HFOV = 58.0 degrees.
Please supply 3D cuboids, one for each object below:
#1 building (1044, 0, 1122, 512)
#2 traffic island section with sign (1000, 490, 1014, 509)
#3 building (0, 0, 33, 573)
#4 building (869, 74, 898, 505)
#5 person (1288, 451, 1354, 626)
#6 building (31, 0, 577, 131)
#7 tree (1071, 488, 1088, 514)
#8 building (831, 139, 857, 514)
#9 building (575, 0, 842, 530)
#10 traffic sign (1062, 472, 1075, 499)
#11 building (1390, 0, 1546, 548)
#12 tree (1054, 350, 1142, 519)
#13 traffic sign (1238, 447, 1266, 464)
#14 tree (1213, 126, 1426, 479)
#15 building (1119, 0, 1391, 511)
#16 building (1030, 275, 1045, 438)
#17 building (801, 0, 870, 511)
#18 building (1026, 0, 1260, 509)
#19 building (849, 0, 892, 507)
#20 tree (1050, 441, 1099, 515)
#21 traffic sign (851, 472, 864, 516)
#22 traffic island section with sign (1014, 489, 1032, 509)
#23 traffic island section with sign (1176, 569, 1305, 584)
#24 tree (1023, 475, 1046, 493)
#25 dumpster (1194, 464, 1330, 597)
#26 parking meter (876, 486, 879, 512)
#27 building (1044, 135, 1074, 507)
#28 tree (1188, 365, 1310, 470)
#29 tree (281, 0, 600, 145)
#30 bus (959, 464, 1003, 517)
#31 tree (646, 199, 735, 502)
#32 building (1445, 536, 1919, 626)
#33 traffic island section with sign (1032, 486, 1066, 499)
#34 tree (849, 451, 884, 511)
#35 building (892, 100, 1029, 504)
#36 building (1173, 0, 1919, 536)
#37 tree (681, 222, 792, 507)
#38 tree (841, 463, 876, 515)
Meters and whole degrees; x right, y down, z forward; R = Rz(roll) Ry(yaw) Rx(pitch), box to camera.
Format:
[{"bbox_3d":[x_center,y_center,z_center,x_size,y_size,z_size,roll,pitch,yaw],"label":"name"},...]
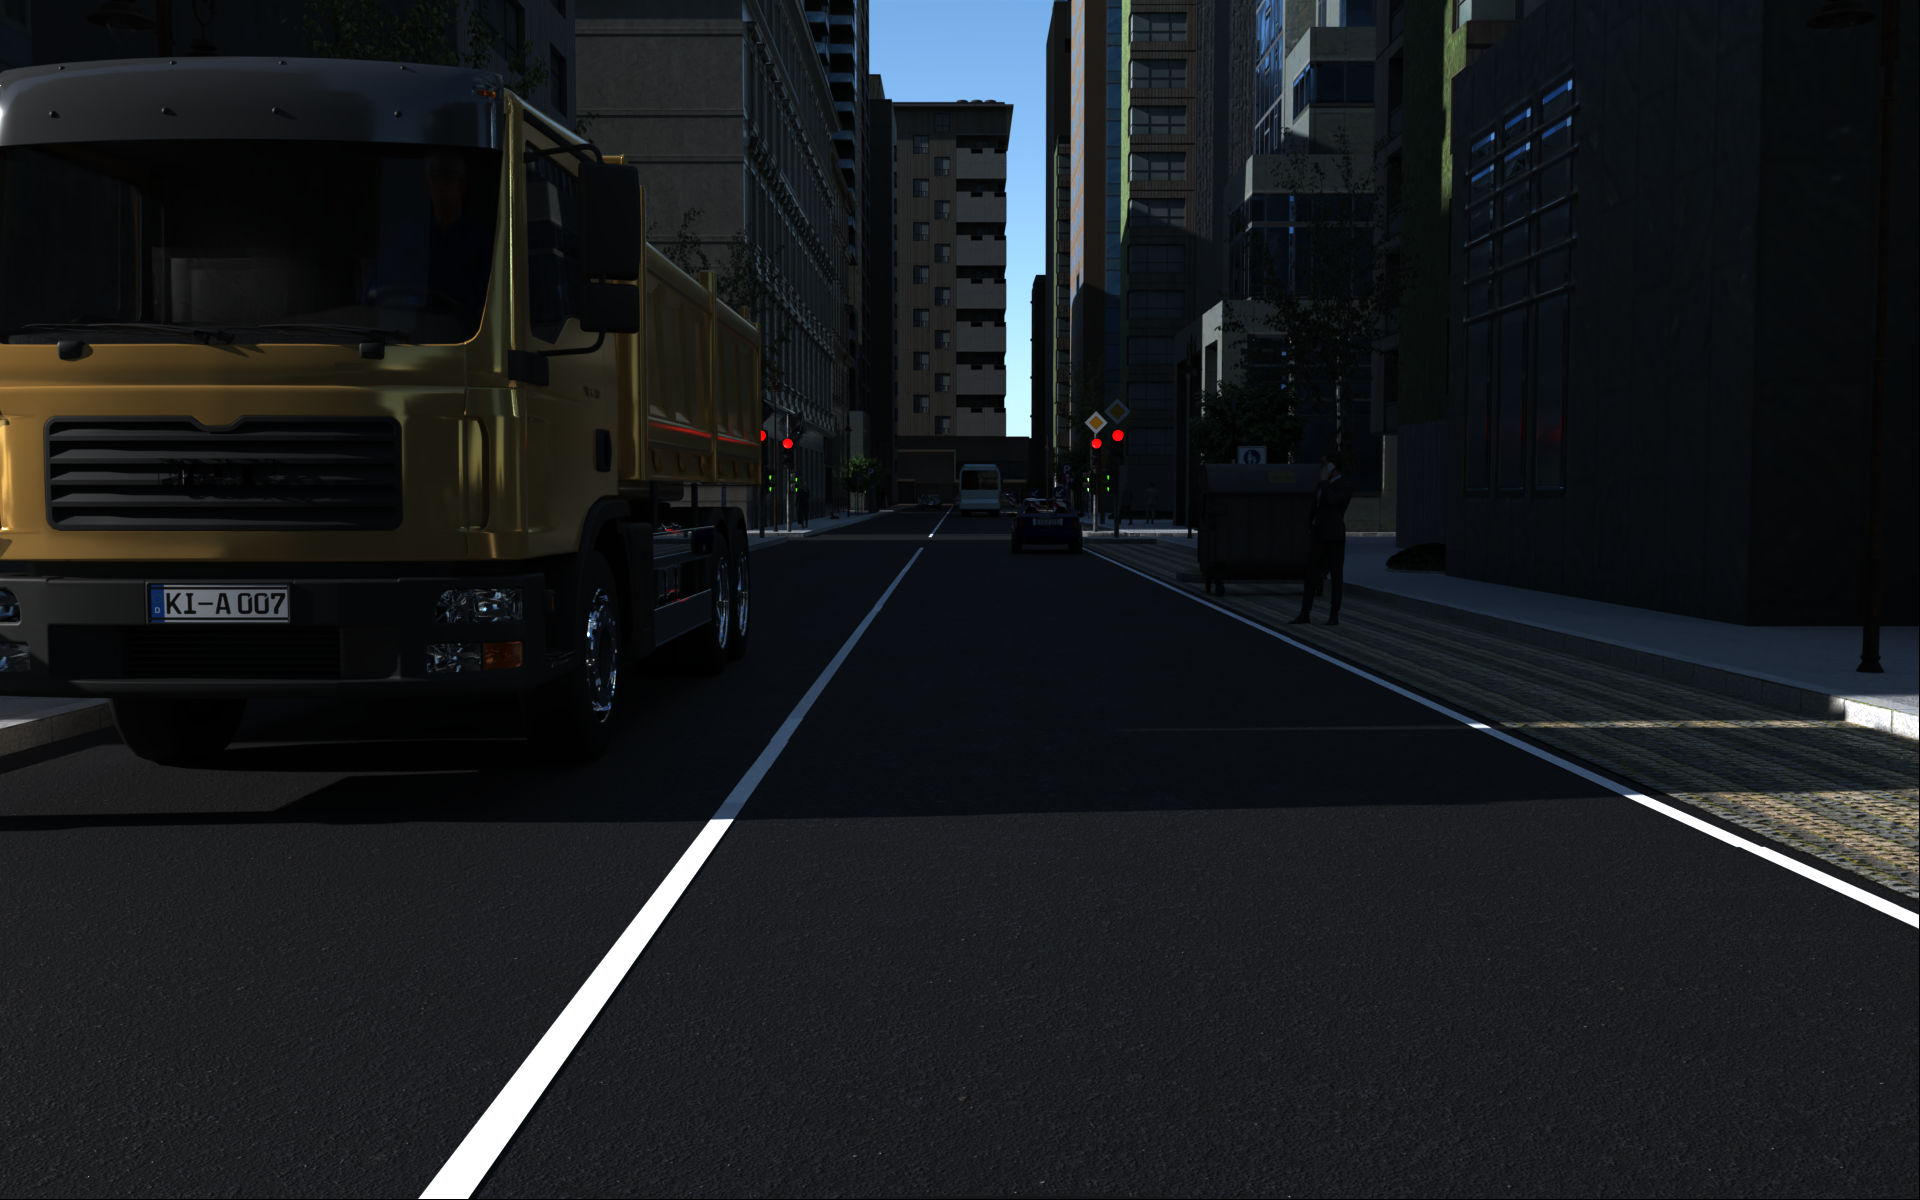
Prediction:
[{"bbox_3d":[14.970,-30.961,156.326,14.600,45.320,14.200,0,3,0],"label":"building"},{"bbox_3d":[4.726,-9.347,161.451,1.989,1.847,2.006,0,3,0],"label":"traffic island section with sign"},{"bbox_3d":[-25.694,-19.989,18.694,32.217,40.220,23.993,0,3,0],"label":"building"},{"bbox_3d":[-18.067,-35.104,197.650,21.600,48.544,21.300,0,3,0],"label":"building"},{"bbox_3d":[3.956,-0.671,18.837,0.474,1.900,0.648,-3,5,-40],"label":"person"},{"bbox_3d":[-17.059,-16.508,41.608,14.107,30.474,14.160,0,3,0],"label":"building"},{"bbox_3d":[7.732,-7.189,112.146,1.663,3.219,1.824,0,3,0],"label":"tree"},{"bbox_3d":[-13.850,-19.495,116.011,12.463,27.353,25.104,0,3,0],"label":"building"},{"bbox_3d":[-15.356,-18.652,81.381,17.030,29.872,44.131,0,3,0],"label":"building"},{"bbox_3d":[6.334,-6.179,101.128,0.768,2.556,0.104,1,4,9],"label":"traffic sign"},{"bbox_3d":[17.428,-21.909,41.805,14.154,41.232,14.086,0,3,0],"label":"building"},{"bbox_3d":[6.918,-8.499,89.323,4.737,8.622,4.395,0,3,0],"label":"tree"},{"bbox_3d":[6.260,-2.144,37.189,0.606,2.300,0.079,1,4,10],"label":"traffic sign"},{"bbox_3d":[7.241,-5.112,33.938,4.360,8.622,3.978,0,3,0],"label":"tree"},{"bbox_3d":[16.385,-25.613,102.360,14.154,41.232,14.086,0,3,0],"label":"building"},{"bbox_3d":[16.448,-27.762,225.609,14.107,30.474,14.160,0,3,0],"label":"building"},{"bbox_3d":[-18.670,-51.060,147.499,22.319,86.520,31.000,0,3,0],"label":"building"},{"bbox_3d":[19.075,-53.762,191.681,22.319,86.520,31.000,0,3,0],"label":"building"},{"bbox_3d":[-17.310,-44.983,173.723,20.563,71.187,20.611,0,3,0],"label":"building"},{"bbox_3d":[7.239,-7.600,107.966,4.285,4.588,4.351,0,3,0],"label":"tree"},{"bbox_3d":[-5.857,-6.060,99.186,0.768,2.556,0.104,1,4,9],"label":"traffic sign"},{"bbox_3d":[4.672,-6.281,111.315,1.989,1.847,2.006,0,3,0],"label":"traffic island section with sign"},{"bbox_3d":[4.595,-1.209,28.391,1.989,1.847,2.006,0,3,0],"label":"traffic island section with sign"},{"bbox_3d":[7.633,-10.963,173.840,1.663,3.219,1.824,0,3,0],"label":"tree"},{"bbox_3d":[4.301,-0.996,24.503,1.865,1.857,1.264,0,4,0],"label":"dumpster"},{"bbox_3d":[-6.051,-7.408,126.839,0.255,1.863,0.399,-1,4,-12],"label":"parking meter"},{"bbox_3d":[14.582,-22.666,142.287,14.160,30.474,14.107,0,3,0],"label":"building"},{"bbox_3d":[7.316,-3.706,44.311,4.285,4.588,4.351,0,3,0],"label":"tree"},{"bbox_3d":[-6.507,-4.294,20.563,4.737,8.622,4.395,0,3,0],"label":"tree"},{"bbox_3d":[1.369,-7.268,113.697,2.948,3.499,13.247,0,4,1],"label":"bus"},{"bbox_3d":[-7.242,-5.575,41.514,4.360,8.622,3.978,0,3,0],"label":"tree"},{"bbox_3d":[18.786,-42.598,9.155,22.319,86.520,31.000,0,3,0],"label":"building"},{"bbox_3d":[4.646,-4.573,83.389,1.989,1.847,2.006,0,3,0],"label":"traffic island section with sign"},{"bbox_3d":[-7.375,-9.069,131.988,4.285,4.588,4.351,0,3,0],"label":"tree"},{"bbox_3d":[-4.865,-39.308,231.930,27.495,52.752,28.713,0,3,0],"label":"building"},{"bbox_3d":[24.208,-46.098,66.374,31.000,86.520,22.319,0,3,0],"label":"building"},{"bbox_3d":[-6.530,-5.938,47.455,4.737,8.622,4.395,0,3,0],"label":"tree"},{"bbox_3d":[-6.418,-7.112,110.888,1.663,3.219,1.824,0,3,0],"label":"tree"}]
